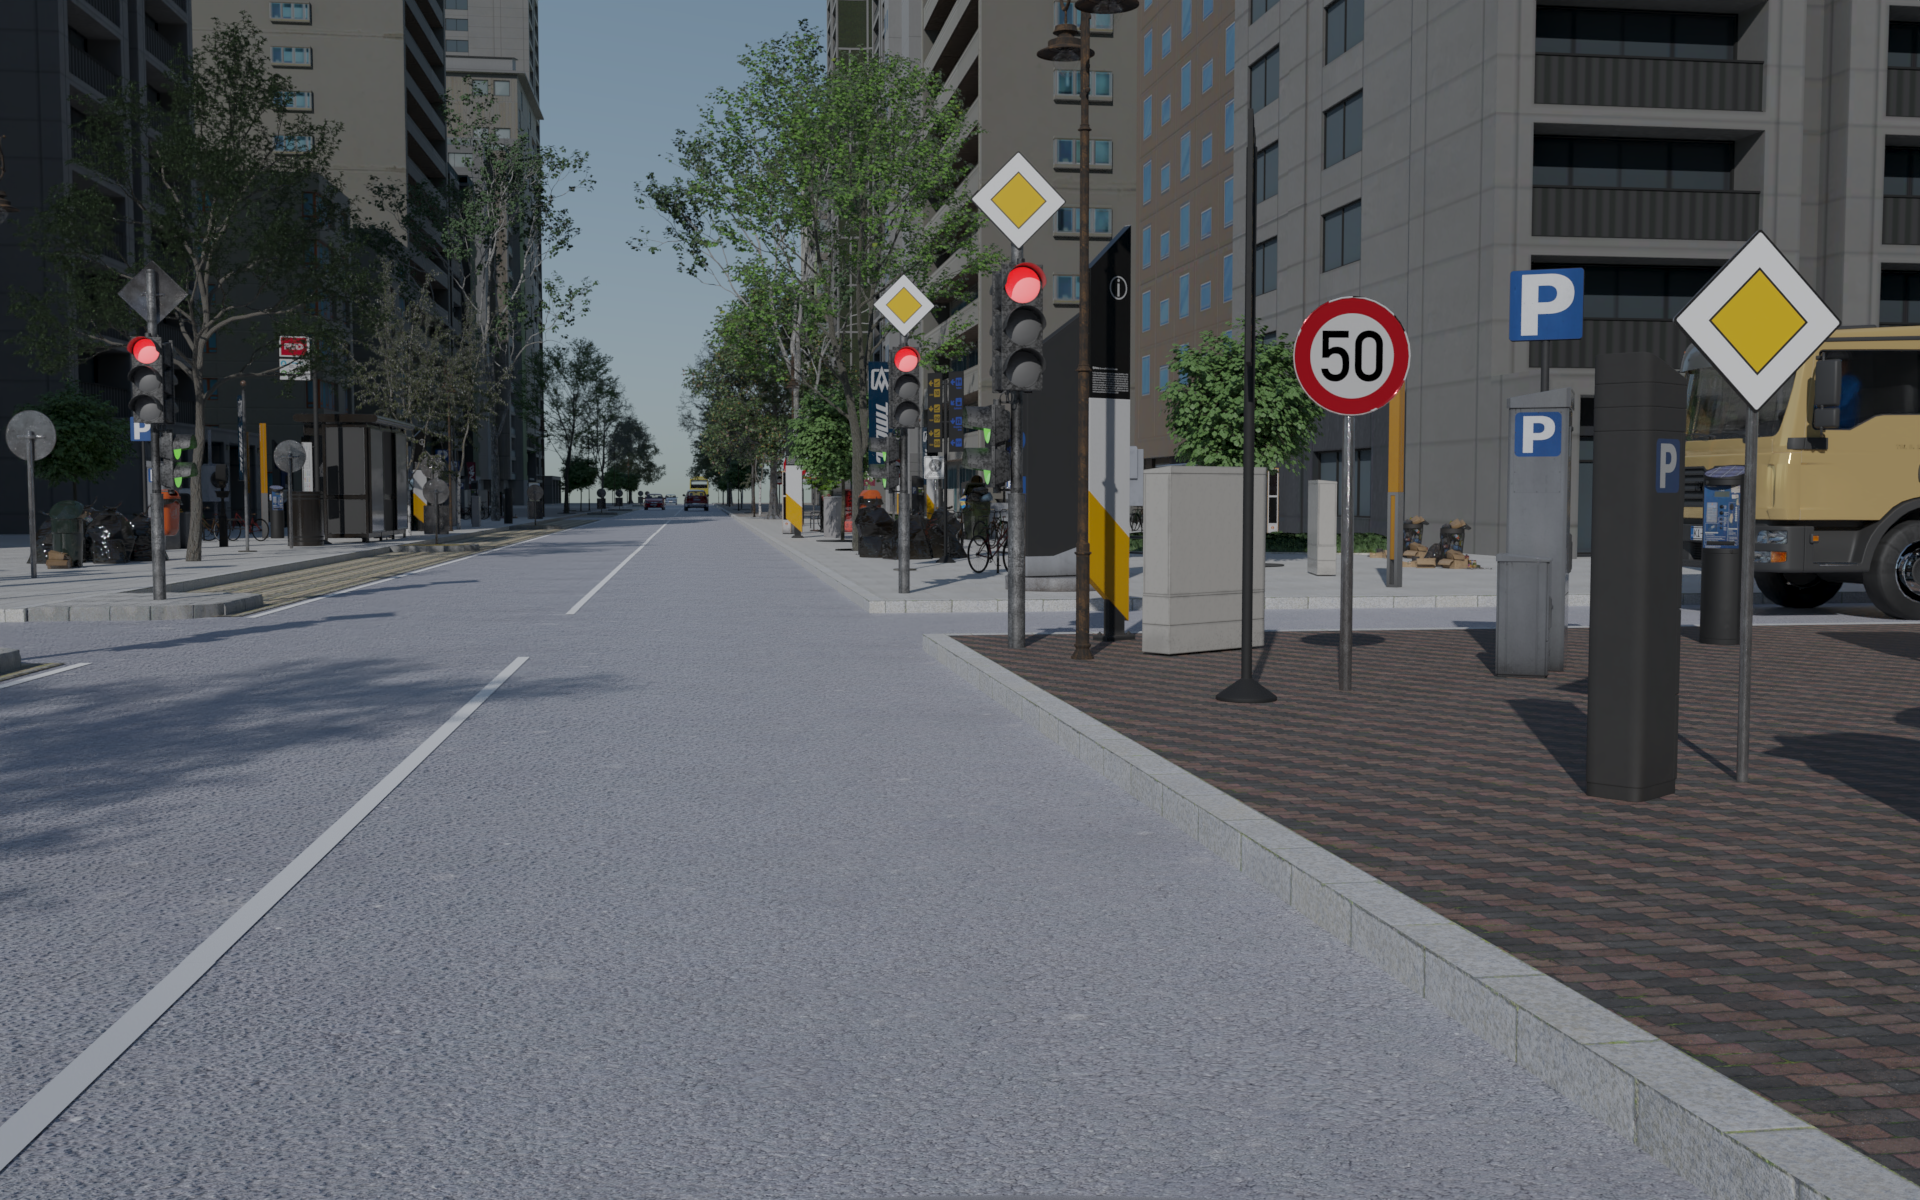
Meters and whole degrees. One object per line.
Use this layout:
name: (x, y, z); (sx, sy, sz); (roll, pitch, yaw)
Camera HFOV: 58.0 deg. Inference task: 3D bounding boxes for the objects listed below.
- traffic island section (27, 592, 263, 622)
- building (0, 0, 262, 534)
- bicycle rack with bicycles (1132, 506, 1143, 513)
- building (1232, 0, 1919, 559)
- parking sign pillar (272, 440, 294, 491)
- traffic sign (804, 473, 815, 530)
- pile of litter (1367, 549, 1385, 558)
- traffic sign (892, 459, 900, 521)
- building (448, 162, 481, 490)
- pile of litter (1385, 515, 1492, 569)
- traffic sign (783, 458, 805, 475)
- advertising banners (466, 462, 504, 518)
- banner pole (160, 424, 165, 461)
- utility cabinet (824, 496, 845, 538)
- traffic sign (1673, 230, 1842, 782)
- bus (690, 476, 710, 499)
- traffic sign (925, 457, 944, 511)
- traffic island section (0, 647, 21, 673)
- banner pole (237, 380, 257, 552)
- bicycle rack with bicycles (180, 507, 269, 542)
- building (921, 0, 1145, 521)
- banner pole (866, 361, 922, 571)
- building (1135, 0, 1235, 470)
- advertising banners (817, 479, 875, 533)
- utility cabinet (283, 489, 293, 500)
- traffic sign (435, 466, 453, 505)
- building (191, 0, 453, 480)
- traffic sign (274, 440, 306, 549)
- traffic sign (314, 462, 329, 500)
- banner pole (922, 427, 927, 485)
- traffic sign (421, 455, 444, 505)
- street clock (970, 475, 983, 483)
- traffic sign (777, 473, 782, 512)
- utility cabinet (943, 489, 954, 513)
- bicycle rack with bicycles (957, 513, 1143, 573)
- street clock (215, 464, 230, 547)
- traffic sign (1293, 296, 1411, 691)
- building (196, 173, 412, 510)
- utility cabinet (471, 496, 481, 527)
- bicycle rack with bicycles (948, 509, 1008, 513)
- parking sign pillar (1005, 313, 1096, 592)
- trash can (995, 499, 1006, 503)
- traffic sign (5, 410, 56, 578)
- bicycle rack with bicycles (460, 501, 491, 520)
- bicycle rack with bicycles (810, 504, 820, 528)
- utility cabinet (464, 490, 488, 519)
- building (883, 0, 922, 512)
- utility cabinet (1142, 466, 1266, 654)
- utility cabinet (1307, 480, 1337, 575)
traffic island section: (-9.739, 0.076, 21.040); (2.009, 0.180, 2.903); (-1, 4, -9)
building: (-37.739, -38.159, 62.155); (20.563, 71.187, 20.611); (-1, 4, -9)
bicycle rack with bicycles: (7.172, -2.666, 56.966); (2.852, 0.926, 2.925); (1, 4, 17)
building: (20.025, -37.014, 43.429); (20.611, 71.187, 20.563); (-1, 4, -9)
parking sign pillar: (-33.762, -5.989, 86.393); (1.447, 3.967, 1.447); (1, 4, 8)
traffic sign: (-5.135, -3.714, 60.728); (0.884, 2.594, 0.081); (0, 4, 1)
pile of litter: (8.946, -1.262, 34.606); (1.176, 0.858, 1.719); (-2, 4, -29)
traffic sign: (-2.294, -3.656, 59.889); (0.768, 2.556, 0.104); (0, 4, -1)
building: (-49.654, -23.100, 149.382); (14.160, 30.474, 14.107); (-1, 4, -9)
pile of litter: (8.427, -0.986, 30.082); (1.176, 0.858, 1.719); (-1, 4, -21)
traffic sign: (-5.120, -3.297, 54.005); (0.768, 2.556, 0.104); (0, 4, -1)
advertising banners: (-25.799, -5.988, 94.084); (2.074, 3.025, 0.090); (0, 4, 8)
banner pole: (-24.901, -3.914, 54.008); (0.863, 3.779, 0.401); (3, 4, 38)
utility cabinet: (-3.706, -2.432, 50.925); (0.306, 1.237, 1.020); (-2, 4, -25)
traffic sign: (3.494, -0.397, 7.670); (0.795, 2.450, 0.064); (0, 4, -8)
bus: (-36.044, -15.177, 239.688); (2.896, 3.916, 12.252); (0, 4, -8)
traffic sign: (-0.672, -2.747, 47.040); (0.606, 2.300, 0.079); (0, 4, -6)
traffic island section: (-8.544, 0.559, 13.144); (2.009, 0.180, 2.903); (-1, 4, -9)
banner pole: (-15.921, -2.963, 38.462); (0.401, 3.779, 0.863); (-2, 4, -35)
bicycle rack with bicycles: (-20.437, -2.023, 46.452); (2.925, 0.926, 2.852); (2, 4, 29)
building: (9.916, -28.418, 88.333); (21.300, 48.544, 21.600); (-1, 4, -9)
banner pole: (-1.145, -2.378, 28.902); (0.863, 3.779, 0.401); (-1, 4, -18)
building: (14.960, -25.256, 63.047); (14.600, 45.320, 14.200); (-1, 4, -9)
advertising banners: (-3.724, -3.762, 57.696); (2.074, 3.025, 0.090); (0, 4, 4)
utility cabinet: (-31.673, -4.463, 81.645); (0.318, 1.500, 1.173); (-2, 4, -28)
traffic sign: (-20.202, -4.129, 67.515); (0.884, 2.594, 0.081); (0, 4, -6)
building: (-50.928, -30.974, 130.135); (21.300, 48.544, 21.600); (-1, 4, -9)
traffic sign: (-15.748, -2.484, 40.715); (0.768, 2.556, 0.104); (0, 4, 0)
traffic sign: (-19.696, -3.308, 54.084); (0.884, 2.594, 0.081); (0, 4, -8)
banner pole: (-1.184, -4.104, 57.110); (0.863, 3.779, 0.401); (3, 5, 41)
traffic sign: (-17.346, -3.476, 56.936); (0.768, 2.556, 0.104); (0, 4, 1)
street clock: (0.629, -3.739, 65.703); (0.471, 2.002, 0.358); (0, 4, -7)
traffic sign: (-9.941, -5.826, 95.358); (0.768, 2.556, 0.104); (0, 4, -8)
utility cabinet: (-0.728, -4.214, 77.575); (0.318, 1.500, 1.173); (-2, 4, -32)
bicycle rack with bicycles: (1.769, -0.860, 27.450); (2.852, 0.926, 2.925); (-2, 4, -28)
street clock: (-17.843, -2.284, 41.916); (0.358, 2.002, 0.471); (-1, 4, -15)
traffic sign: (2.520, -0.681, 11.247); (0.768, 2.556, 0.104); (0, 4, -3)
building: (-50.244, -15.935, 105.574); (27.650, 21.520, 28.899); (-1, 4, -9)
utility cabinet: (-19.031, -3.487, 68.174); (0.306, 1.237, 1.020); (-1, 4, -12)
bicycle rack with bicycles: (0.631, -1.718, 41.464); (2.852, 0.926, 2.925); (-1, 4, -14)
parking sign pillar: (1.330, -2.130, 23.297); (1.447, 3.967, 1.447); (-2, 4, -31)
trash can: (1.419, -2.527, 52.970); (0.748, 1.137, 0.748); (0, 3, 0)
traffic sign: (-14.113, -1.603, 26.317); (0.768, 2.556, 0.104); (0, 4, 0)
bicycle rack with bicycles: (-24.429, -4.480, 86.636); (2.925, 0.926, 2.852); (-3, 4, -36)
bicycle rack with bicycles: (-4.303, -3.185, 65.459); (2.852, 0.926, 2.925); (1, 4, 19)
utility cabinet: (-24.697, -4.876, 88.403); (0.318, 1.500, 1.173); (3, 5, 41)
building: (4.961, -35.841, 128.005); (21.231, 58.520, 28.212); (-1, 4, -9)
utility cabinet: (1.987, -0.331, 14.095); (1.173, 1.500, 0.318); (-3, 5, -41)
utility cabinet: (5.767, -1.154, 27.541); (0.318, 1.500, 1.173); (0, 4, 4)
